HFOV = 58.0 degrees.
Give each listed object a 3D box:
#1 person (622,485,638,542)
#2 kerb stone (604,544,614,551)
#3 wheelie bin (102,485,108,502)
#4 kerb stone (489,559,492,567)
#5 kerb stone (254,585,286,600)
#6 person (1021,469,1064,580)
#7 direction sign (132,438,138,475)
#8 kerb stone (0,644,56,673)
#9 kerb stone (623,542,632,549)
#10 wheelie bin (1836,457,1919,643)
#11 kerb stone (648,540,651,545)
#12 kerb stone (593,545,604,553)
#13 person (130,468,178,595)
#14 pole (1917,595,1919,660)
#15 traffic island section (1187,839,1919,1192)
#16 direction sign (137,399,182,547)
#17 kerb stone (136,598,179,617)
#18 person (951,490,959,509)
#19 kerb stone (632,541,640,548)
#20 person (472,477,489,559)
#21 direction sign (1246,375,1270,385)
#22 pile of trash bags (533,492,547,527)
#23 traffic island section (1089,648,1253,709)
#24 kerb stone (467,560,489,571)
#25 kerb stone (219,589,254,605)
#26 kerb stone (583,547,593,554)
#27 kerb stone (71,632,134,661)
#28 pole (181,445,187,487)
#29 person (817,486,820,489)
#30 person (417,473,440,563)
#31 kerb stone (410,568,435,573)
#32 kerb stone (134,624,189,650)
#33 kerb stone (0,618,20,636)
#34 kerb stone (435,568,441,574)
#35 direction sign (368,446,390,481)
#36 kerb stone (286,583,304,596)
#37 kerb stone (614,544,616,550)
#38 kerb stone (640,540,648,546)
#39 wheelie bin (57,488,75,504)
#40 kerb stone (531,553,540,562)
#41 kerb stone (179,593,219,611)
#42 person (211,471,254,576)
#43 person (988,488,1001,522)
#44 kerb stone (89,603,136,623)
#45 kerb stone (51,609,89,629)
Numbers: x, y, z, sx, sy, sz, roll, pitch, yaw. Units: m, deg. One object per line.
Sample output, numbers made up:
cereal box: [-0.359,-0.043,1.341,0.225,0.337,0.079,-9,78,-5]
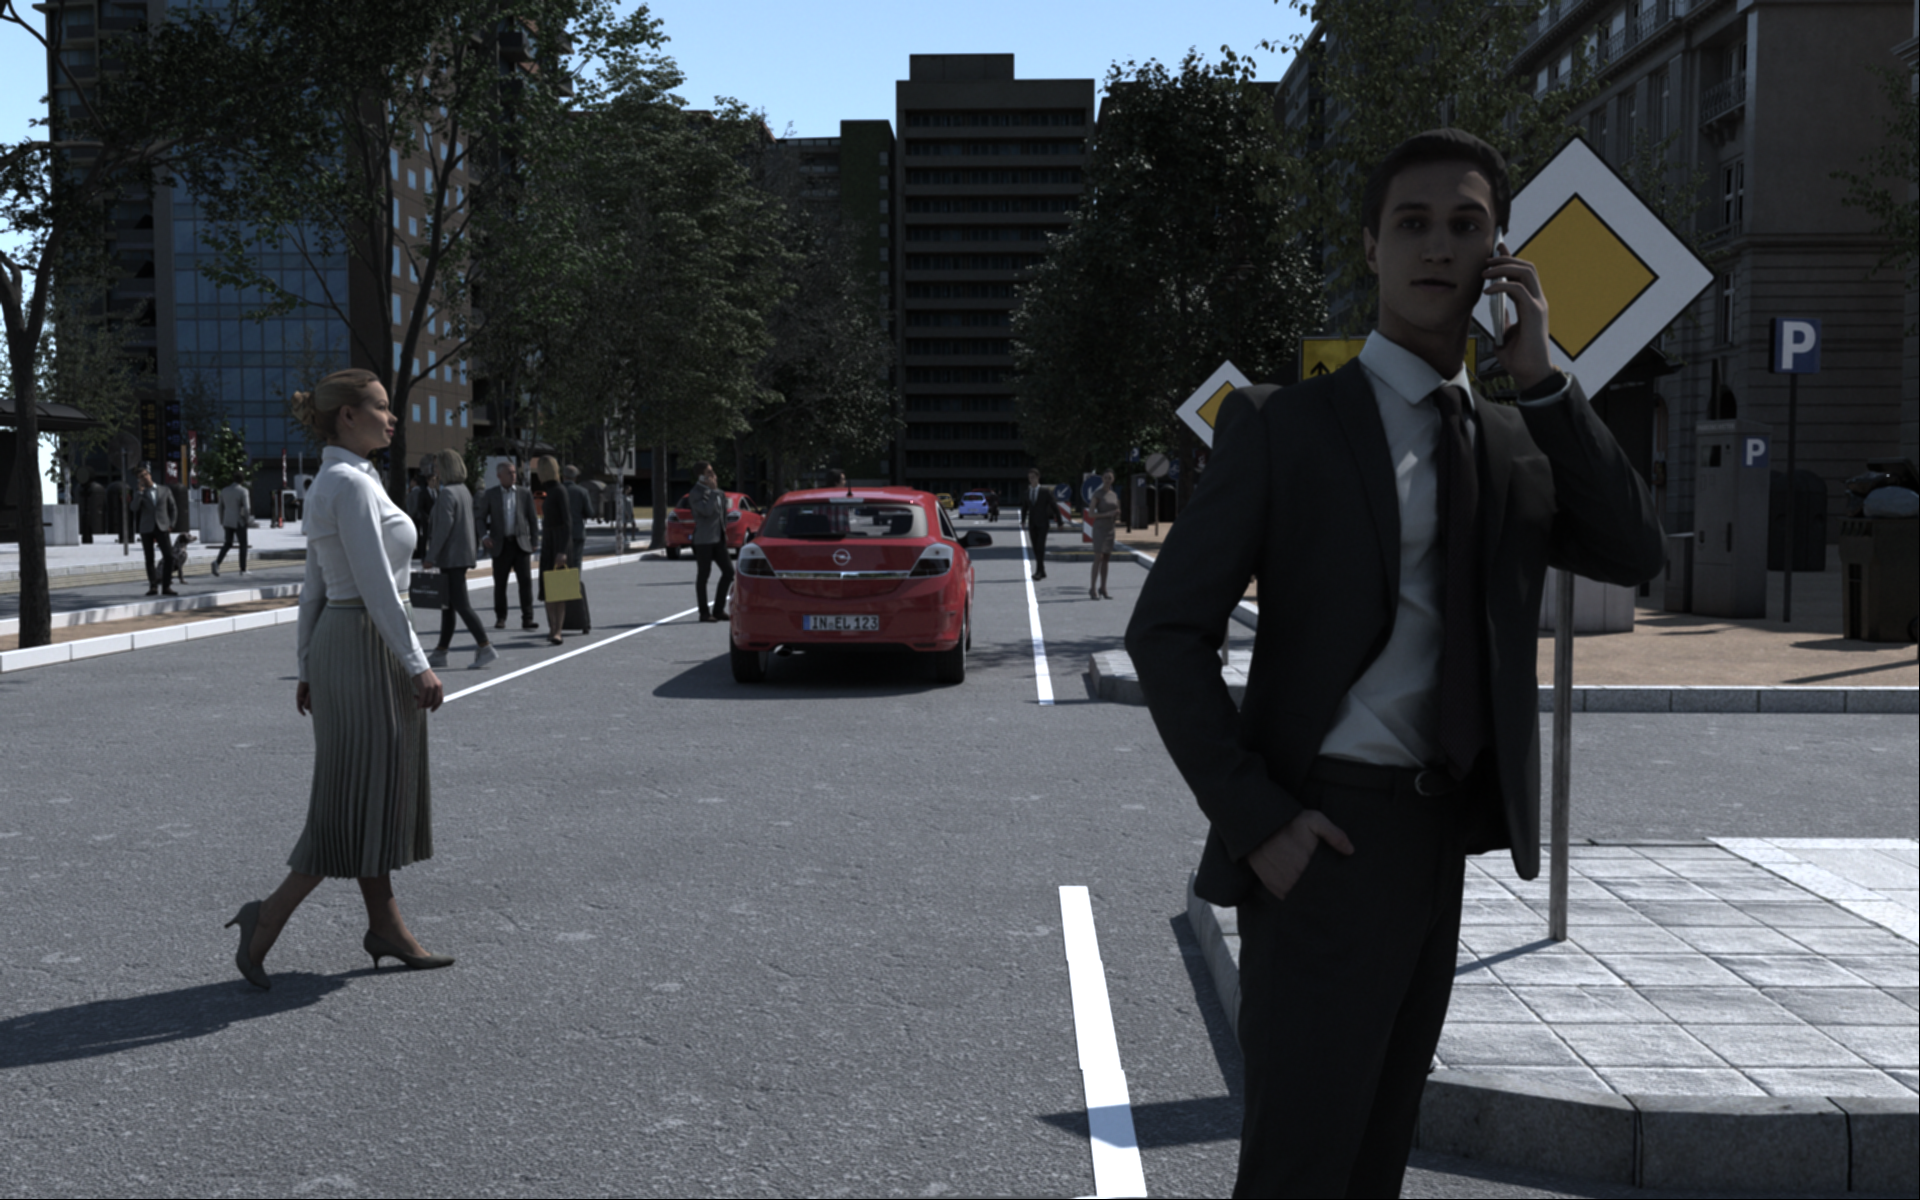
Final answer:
person: [-9.930,-2.582,51.715,0.522,1.701,0.512,1,4,17]
kerb stone: [-8.862,-1.278,43.097,0.120,0.150,1.000,0,4,2]
wheelie bin: [-30.946,-3.359,62.833,0.980,1.594,0.693,0,4,7]
kerb stone: [-9.169,-0.715,33.887,0.120,0.150,1.000,0,4,2]
kerb stone: [-9.495,-0.087,23.629,0.120,0.150,1.000,0,4,2]
person: [1.282,-1.256,28.810,0.659,1.850,0.755,2,4,30]
direction sign: [-33.249,-4.785,70.238,0.876,3.537,0.379,2,4,26]
kerb stone: [-7.704,0.482,14.347,0.120,0.150,1.000,0,4,2]
kerb stone: [-8.794,-1.402,45.142,0.120,0.150,1.000,0,4,2]
wheelie bin: [8.105,-0.441,15.126,0.693,1.594,0.980,0,4,-2]
kerb stone: [-8.698,-1.591,48.209,0.120,0.150,1.000,0,4,2]
kerb stone: [-8.892,-1.216,42.073,0.120,0.150,1.000,0,4,2]
person: [-11.409,-0.971,24.555,0.592,1.802,0.473,-1,4,-11]
pole: [7.532,-1.191,13.324,0.158,3.312,0.155,0,3,0]
traffic island section: [1.744,1.057,5.005,2.009,0.180,2.903,0,4,2]
direction sign: [-19.203,-3.039,41.681,0.876,3.537,0.379,-2,4,-34]
kerb stone: [-9.606,0.100,20.562,0.120,0.150,1.000,0,4,2]
person: [-0.484,-9.459,163.295,0.705,1.807,1.348,-3,4,-37]
kerb stone: [-8.759,-1.464,46.164,0.120,0.150,1.000,0,4,2]
person: [-10.679,-1.805,38.200,0.526,1.800,0.537,-1,4,-8]
direction sign: [5.757,-2.517,33.150,0.876,3.537,0.379,-2,4,-30]
pile of trash bags: [-17.818,-3.543,67.684,3.447,1.369,1.912,0,4,-3]
traffic island section: [2.005,0.569,12.985,2.009,0.180,2.903,0,4,2]
kerb stone: [-9.192,-0.652,32.860,0.120,0.150,1.000,0,4,2]
kerb stone: [-9.532,-0.025,22.606,0.120,0.150,1.000,0,4,2]
kerb stone: [-8.931,-1.150,41.049,0.120,0.150,1.000,0,4,2]
kerb stone: [-7.673,0.419,15.379,0.120,0.150,1.000,0,4,2]
pole: [-32.237,-4.781,72.009,0.158,3.312,0.155,0,3,0]
person: [-6.775,-4.527,82.505,0.713,1.824,0.794,2,4,31]
person: [-10.719,-1.652,35.288,0.755,1.850,0.659,3,4,37]
kerb stone: [-9.299,-0.464,29.790,0.120,0.150,1.000,0,4,2]
kerb stone: [-7.630,0.358,16.404,0.120,0.150,1.000,0,4,2]
kerb stone: [-9.702,0.288,17.489,0.120,0.150,1.000,0,4,2]
kerb stone: [-9.262,-0.527,30.811,0.120,0.150,1.000,0,4,2]
direction sign: [-19.344,-4.027,57.833,0.876,3.537,0.379,1,4,15]
kerb stone: [-9.469,-0.151,24.670,0.120,0.150,1.000,0,4,2]
kerb stone: [-8.825,-1.341,44.119,0.120,0.150,1.000,0,4,2]
kerb stone: [-8.727,-1.528,47.186,0.120,0.150,1.000,0,4,2]
wheelie bin: [-31.264,-3.231,60.734,0.693,1.594,0.980,-2,4,-28]
kerb stone: [-9.055,-0.903,36.957,0.120,0.150,1.000,0,4,2]
kerb stone: [-9.562,0.037,21.584,0.120,0.150,1.000,0,4,2]
person: [-12.712,-1.342,30.285,0.661,1.843,0.795,1,4,18]
person: [1.784,-4.903,89.460,0.445,1.727,0.742,2,4,30]
kerb stone: [-9.634,0.163,19.538,0.120,0.150,1.000,0,4,2]
kerb stone: [-9.668,0.228,18.517,0.120,0.150,1.000,0,4,2]
